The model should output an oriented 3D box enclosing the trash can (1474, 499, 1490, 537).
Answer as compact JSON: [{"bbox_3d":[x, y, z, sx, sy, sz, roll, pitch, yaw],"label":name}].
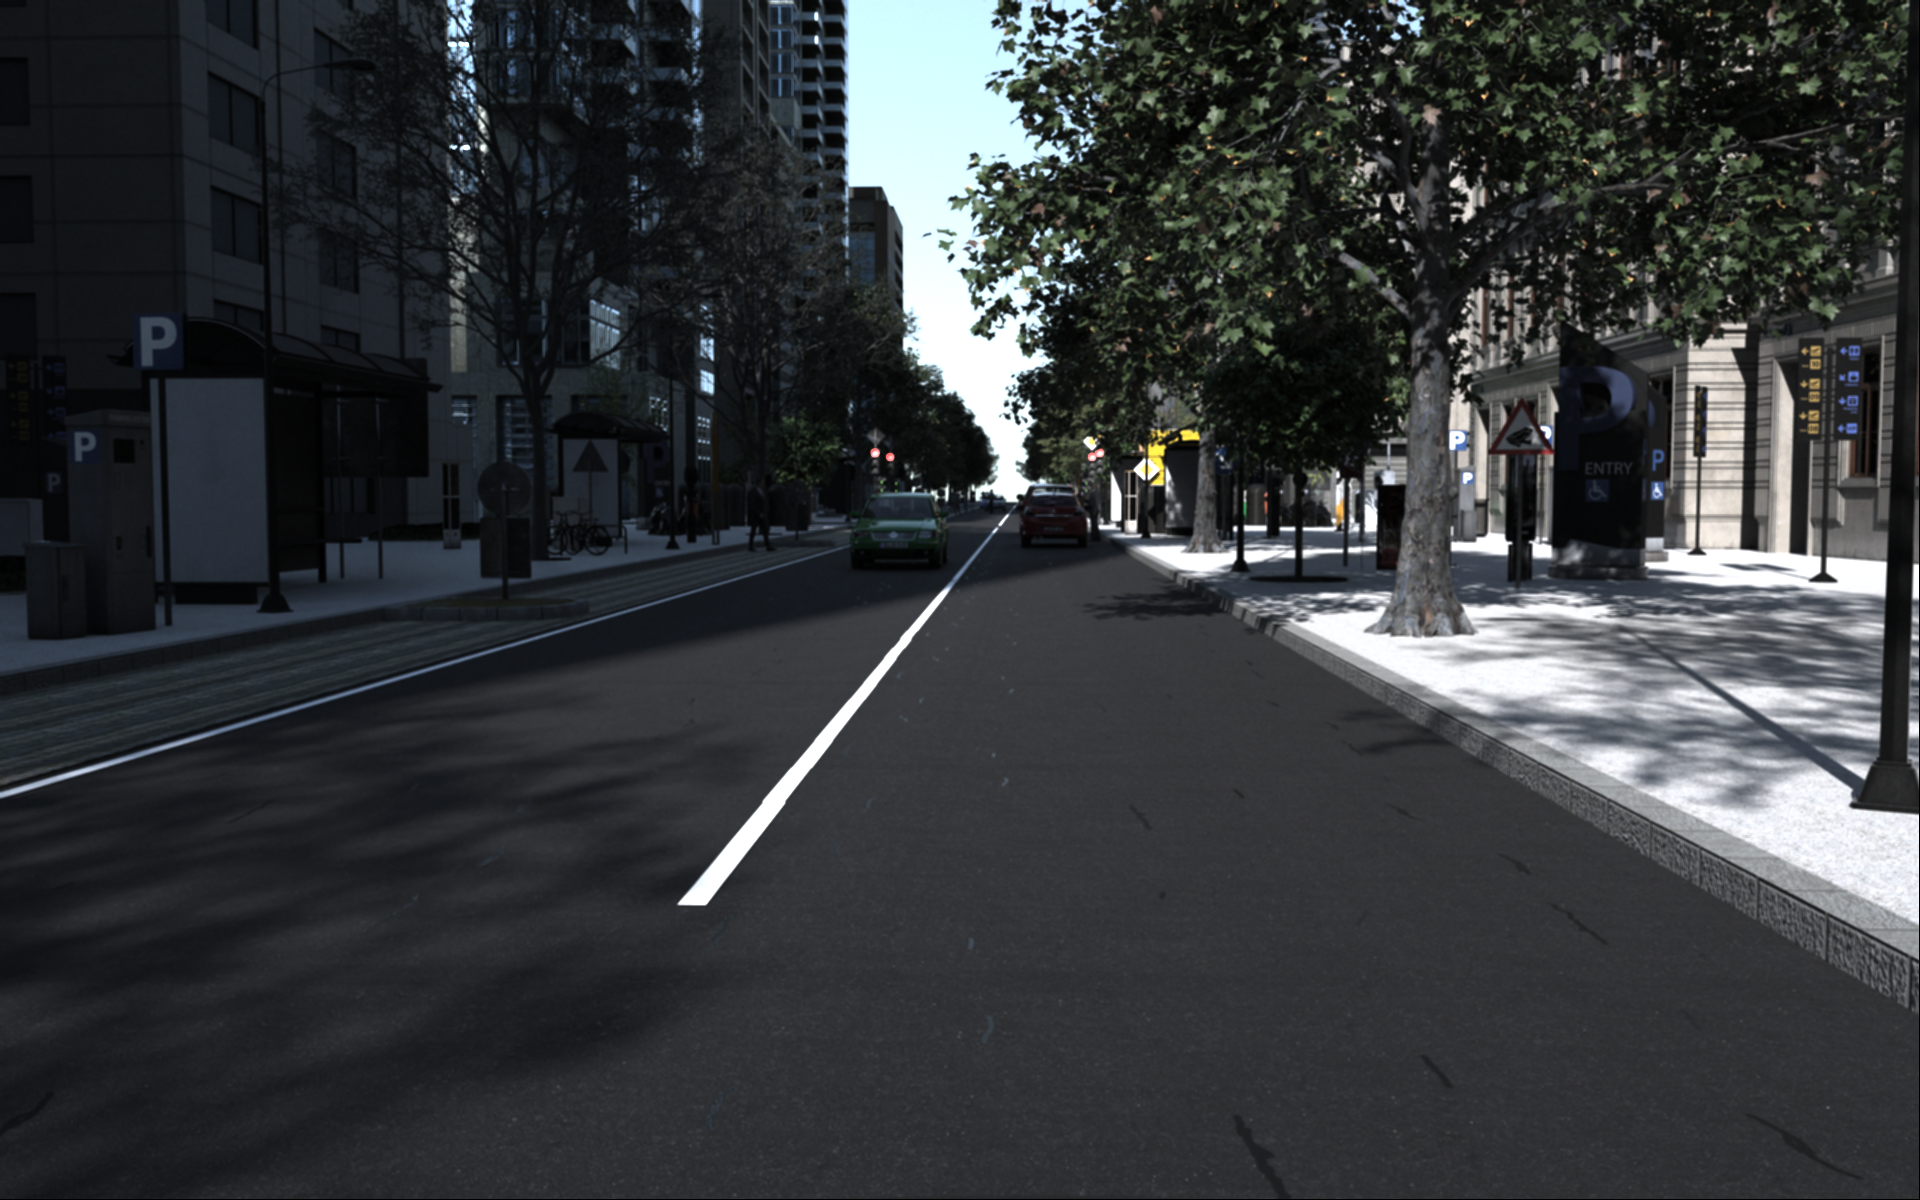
[{"bbox_3d":[15.460,-2.455,51.793,0.748,1.137,0.748,0,3,0],"label":"trash can"}]

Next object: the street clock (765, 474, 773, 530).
[{"bbox_3d":[-6.881,-3.484,61.533,0.358,2.002,0.471,2,4,30],"label":"street clock"}]

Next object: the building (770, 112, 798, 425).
[{"bbox_3d":[-28.991,-29.112,167.863,32.217,40.220,23.993,0,4,2],"label":"building"}]

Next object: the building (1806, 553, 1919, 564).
[{"bbox_3d":[22.322,-11.728,27.904,11.583,22.565,21.152,0,4,2],"label":"building"}]

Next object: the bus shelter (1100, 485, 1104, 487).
[{"bbox_3d":[9.384,-7.259,109.970,1.731,3.624,6.357,0,4,2],"label":"bus shelter"}]

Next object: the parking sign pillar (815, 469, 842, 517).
[{"bbox_3d":[-7.311,-6.631,96.895,1.447,3.967,1.447,-1,4,-16],"label":"parking sign pillar"}]

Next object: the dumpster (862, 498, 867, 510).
[{"bbox_3d":[-6.471,-7.318,125.408,1.264,1.857,1.865,0,4,2],"label":"dumpster"}]

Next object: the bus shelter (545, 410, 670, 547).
[{"bbox_3d":[-8.941,-3.103,44.658,2.014,3.302,5.546,0,4,2],"label":"bus shelter"}]

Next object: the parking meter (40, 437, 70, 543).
[{"bbox_3d":[-9.229,-0.745,17.885,0.399,1.863,0.255,1,4,18],"label":"parking meter"}]

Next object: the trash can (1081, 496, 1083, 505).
[{"bbox_3d":[8.587,-6.551,118.768,0.748,1.137,0.748,0,3,0],"label":"trash can"}]

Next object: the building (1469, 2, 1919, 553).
[{"bbox_3d":[22.151,-13.020,49.037,11.583,22.565,21.152,0,4,2],"label":"building"}]

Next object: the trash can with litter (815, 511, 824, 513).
[{"bbox_3d":[-10.395,-6.691,120.463,1.678,1.210,2.233,-3,5,-42],"label":"trash can with litter"}]

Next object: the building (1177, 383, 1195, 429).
[{"bbox_3d":[28.074,-24.303,169.056,14.160,30.474,14.107,0,4,2],"label":"building"}]

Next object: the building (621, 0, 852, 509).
[{"bbox_3d":[-22.858,-53.887,193.729,22.319,86.520,31.000,0,4,2],"label":"building"}]

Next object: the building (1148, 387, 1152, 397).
[{"bbox_3d":[32.251,-36.073,273.389,14.154,41.232,14.086,0,4,2],"label":"building"}]

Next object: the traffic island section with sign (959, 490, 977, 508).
[{"bbox_3d":[0.513,-10.436,179.252,1.989,1.847,2.006,0,4,2],"label":"traffic island section with sign"}]

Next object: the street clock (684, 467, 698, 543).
[{"bbox_3d":[-7.082,-2.514,45.668,0.358,2.002,0.471,-2,4,-29],"label":"street clock"}]

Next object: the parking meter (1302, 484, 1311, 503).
[{"bbox_3d":[17.800,-5.091,88.950,0.399,1.863,0.255,1,4,19],"label":"parking meter"}]

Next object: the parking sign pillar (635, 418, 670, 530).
[{"bbox_3d":[-10.892,-4.493,61.938,1.447,3.967,1.447,3,5,42],"label":"parking sign pillar"}]

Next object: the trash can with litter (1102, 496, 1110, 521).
[{"bbox_3d":[7.233,-4.315,81.935,1.055,1.170,0.624,1,4,14],"label":"trash can with litter"}]

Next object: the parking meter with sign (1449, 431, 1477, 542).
[{"bbox_3d":[13.630,-3.096,46.880,0.543,3.016,1.738,0,4,2],"label":"parking meter with sign"}]

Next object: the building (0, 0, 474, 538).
[{"bbox_3d":[-27.793,-37.361,49.101,20.611,71.187,20.563,0,4,2],"label":"building"}]

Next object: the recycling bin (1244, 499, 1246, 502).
[{"bbox_3d":[15.461,-4.877,92.293,0.722,1.027,0.722,-3,5,-43],"label":"recycling bin"}]

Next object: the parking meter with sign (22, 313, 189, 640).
[{"bbox_3d":[-7.874,-1.207,15.988,0.543,3.016,1.738,1,4,11],"label":"parking meter with sign"}]

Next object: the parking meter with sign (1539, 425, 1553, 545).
[{"bbox_3d":[15.078,-2.876,43.288,0.543,3.016,1.738,-1,4,-19],"label":"parking meter with sign"}]

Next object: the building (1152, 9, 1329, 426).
[{"bbox_3d":[33.205,-40.479,203.832,21.231,58.520,28.212,0,4,2],"label":"building"}]

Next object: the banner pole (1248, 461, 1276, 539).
[{"bbox_3d":[8.728,-3.669,50.008,0.863,3.779,0.401,2,4,27],"label":"banner pole"}]

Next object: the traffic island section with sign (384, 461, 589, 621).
[{"bbox_3d":[-5.463,-0.716,20.343,1.989,1.847,2.006,0,4,2],"label":"traffic island section with sign"}]

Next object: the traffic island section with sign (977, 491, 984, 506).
[{"bbox_3d":[1.537,-12.092,206.333,1.989,1.847,2.006,0,4,2],"label":"traffic island section with sign"}]

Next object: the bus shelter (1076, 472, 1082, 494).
[{"bbox_3d":[11.042,-9.576,150.483,2.014,3.302,5.546,0,4,2],"label":"bus shelter"}]

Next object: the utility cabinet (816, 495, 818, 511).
[{"bbox_3d":[-10.612,-7.101,127.261,0.306,1.237,1.020,0,4,-2],"label":"utility cabinet"}]

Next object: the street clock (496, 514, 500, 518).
[{"bbox_3d":[-15.692,-3.330,59.021,0.471,2.002,0.358,-3,4,-38],"label":"street clock"}]

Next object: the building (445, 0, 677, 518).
[{"bbox_3d":[-27.058,-48.438,104.639,22.319,86.520,31.000,0,4,2],"label":"building"}]

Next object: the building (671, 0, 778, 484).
[{"bbox_3d":[-23.843,-42.844,138.753,20.563,71.187,20.611,0,4,2],"label":"building"}]

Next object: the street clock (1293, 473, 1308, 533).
[{"bbox_3d":[11.126,-3.187,56.684,0.471,2.002,0.358,0,4,6],"label":"street clock"}]

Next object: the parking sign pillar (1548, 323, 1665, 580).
[{"bbox_3d":[9.754,-2.318,26.373,1.447,3.967,1.447,2,4,32],"label":"parking sign pillar"}]

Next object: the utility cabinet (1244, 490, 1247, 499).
[{"bbox_3d":[17.465,-5.801,103.523,1.173,1.500,0.318,1,4,22],"label":"utility cabinet"}]

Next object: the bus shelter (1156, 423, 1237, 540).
[{"bbox_3d":[6.919,-3.458,50.465,2.014,3.302,5.546,0,4,2],"label":"bus shelter"}]

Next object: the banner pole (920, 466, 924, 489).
[{"bbox_3d":[-3.066,-9.134,139.363,0.401,3.779,0.863,-2,4,-24],"label":"banner pole"}]

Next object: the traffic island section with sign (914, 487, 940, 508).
[{"bbox_3d":[-2.357,-5.762,102.830,1.989,1.847,2.006,0,4,2],"label":"traffic island section with sign"}]

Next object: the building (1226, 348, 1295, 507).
[{"bbox_3d":[26.258,-19.824,117.635,14.314,27.812,24.014,0,4,2],"label":"building"}]

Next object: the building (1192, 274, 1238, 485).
[{"bbox_3d":[26.295,-18.350,141.820,13.314,21.916,24.055,0,4,2],"label":"building"}]

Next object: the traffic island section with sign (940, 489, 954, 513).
[{"bbox_3d":[-1.349,-7.409,129.767,1.989,1.847,2.006,0,4,2],"label":"traffic island section with sign"}]

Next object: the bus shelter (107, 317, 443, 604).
[{"bbox_3d":[-8.644,-1.754,22.599,2.014,3.302,5.546,0,4,2],"label":"bus shelter"}]

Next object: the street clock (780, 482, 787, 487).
[{"bbox_3d":[-8.406,-4.834,83.613,0.471,2.002,0.358,1,4,13],"label":"street clock"}]

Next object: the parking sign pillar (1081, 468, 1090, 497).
[{"bbox_3d":[10.032,-8.976,135.229,1.447,3.967,1.447,-3,5,-39],"label":"parking sign pillar"}]

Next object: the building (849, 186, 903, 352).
[{"bbox_3d":[-20.351,-39.848,275.220,21.300,48.544,21.600,0,4,2],"label":"building"}]

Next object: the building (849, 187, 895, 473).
[{"bbox_3d":[-16.993,-37.098,256.660,14.600,45.320,14.200,0,4,2],"label":"building"}]

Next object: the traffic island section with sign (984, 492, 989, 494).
[{"bbox_3d":[3.584,-15.448,261.200,1.989,1.847,2.006,0,4,2],"label":"traffic island section with sign"}]

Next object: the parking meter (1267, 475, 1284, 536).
[{"bbox_3d":[9.536,-2.872,52.672,0.255,1.863,0.399,-1,4,-22],"label":"parking meter"}]

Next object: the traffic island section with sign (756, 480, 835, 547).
[{"bbox_3d":[-4.446,-2.364,47.279,1.989,1.847,2.006,0,4,2],"label":"traffic island section with sign"}]

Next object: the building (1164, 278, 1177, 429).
[{"bbox_3d":[29.093,-32.574,182.702,14.600,45.320,14.200,0,4,2],"label":"building"}]

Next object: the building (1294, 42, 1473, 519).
[{"bbox_3d":[29.402,-16.937,94.949,19.932,24.808,12.078,0,4,2],"label":"building"}]

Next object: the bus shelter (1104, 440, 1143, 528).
[{"bbox_3d":[6.408,-4.264,63.643,2.014,3.302,5.546,0,4,2],"label":"bus shelter"}]

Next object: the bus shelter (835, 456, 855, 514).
[{"bbox_3d":[-6.984,-7.165,108.430,1.731,3.624,6.357,0,4,2],"label":"bus shelter"}]

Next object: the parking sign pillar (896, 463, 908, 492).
[{"bbox_3d":[-4.661,-8.830,132.845,1.447,3.967,1.447,-1,4,-22],"label":"parking sign pillar"}]

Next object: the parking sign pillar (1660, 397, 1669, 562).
[{"bbox_3d":[12.857,-2.736,33.205,1.447,3.967,1.447,-2,4,-28],"label":"parking sign pillar"}]
